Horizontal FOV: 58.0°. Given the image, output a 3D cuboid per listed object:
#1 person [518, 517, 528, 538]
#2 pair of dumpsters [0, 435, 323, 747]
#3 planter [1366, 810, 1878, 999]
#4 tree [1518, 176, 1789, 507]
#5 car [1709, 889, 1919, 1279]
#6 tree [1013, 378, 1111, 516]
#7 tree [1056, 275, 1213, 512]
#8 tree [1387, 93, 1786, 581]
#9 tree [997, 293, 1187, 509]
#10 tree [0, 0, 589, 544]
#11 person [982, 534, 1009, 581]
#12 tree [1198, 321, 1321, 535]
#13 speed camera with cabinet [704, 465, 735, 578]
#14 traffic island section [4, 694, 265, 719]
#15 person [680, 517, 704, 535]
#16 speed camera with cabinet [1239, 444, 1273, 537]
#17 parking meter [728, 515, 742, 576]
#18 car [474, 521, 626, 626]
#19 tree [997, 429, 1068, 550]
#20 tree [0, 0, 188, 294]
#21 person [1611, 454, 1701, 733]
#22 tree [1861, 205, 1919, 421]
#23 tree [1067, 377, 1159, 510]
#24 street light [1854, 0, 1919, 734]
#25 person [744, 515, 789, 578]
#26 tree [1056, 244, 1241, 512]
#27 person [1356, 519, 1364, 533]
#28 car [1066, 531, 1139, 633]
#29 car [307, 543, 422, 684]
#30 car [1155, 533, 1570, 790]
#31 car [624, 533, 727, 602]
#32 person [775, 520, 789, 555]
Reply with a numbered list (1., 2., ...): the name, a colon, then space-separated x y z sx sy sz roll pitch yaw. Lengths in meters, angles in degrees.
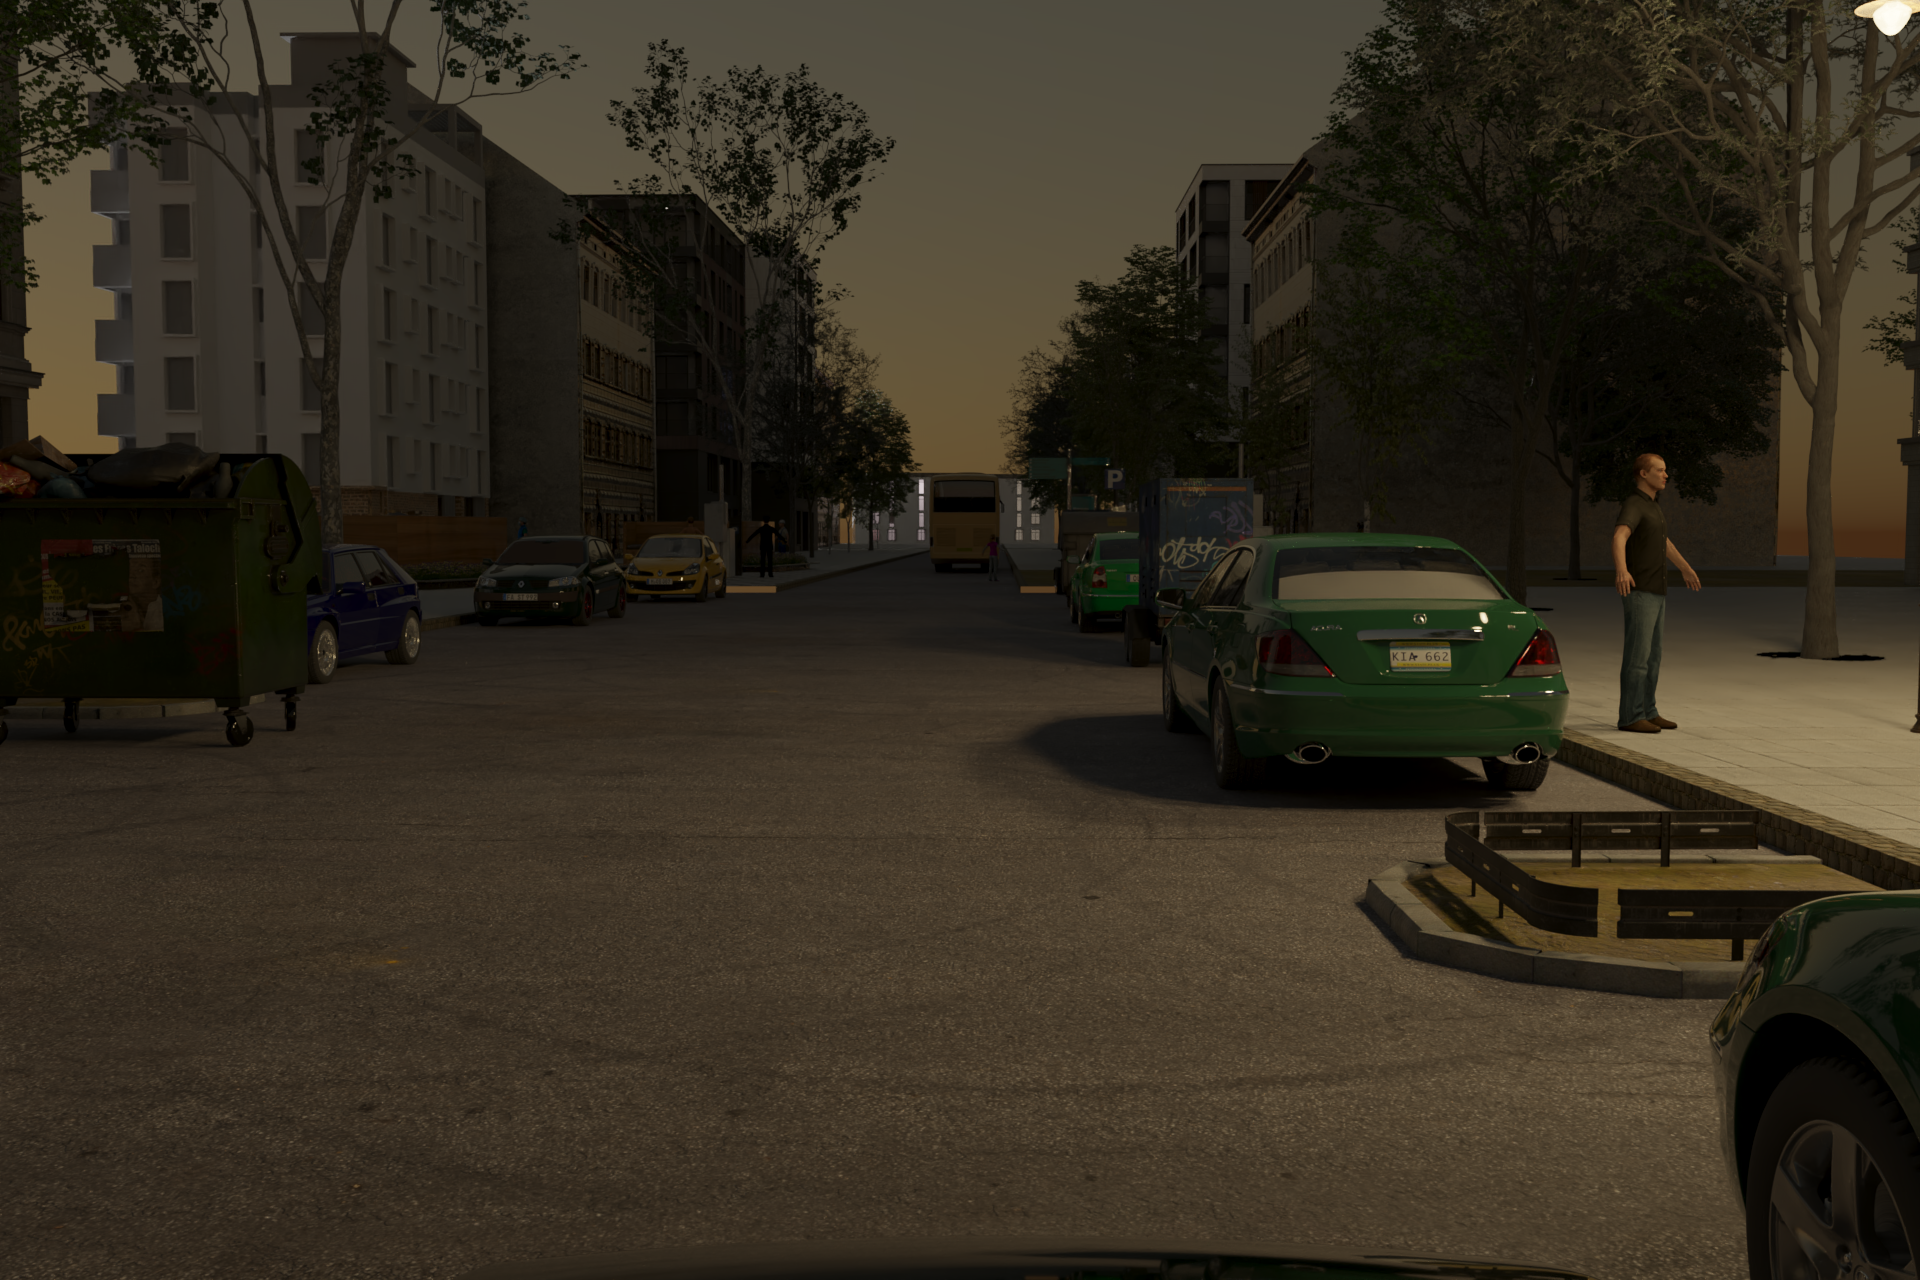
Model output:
1. person: -13.915 -2.989 54.996 0.704 1.817 1.347 -2 4 -24
2. pair of dumpsters: -6.881 -0.433 12.037 4.436 2.255 1.574 0 4 1
3. planter: 2.559 0.907 6.313 1.991 0.319 1.994 0 4 2
4. tree: 24.316 -9.426 60.764 9.857 13.997 8.962 0 3 0
5. car: 2.165 0.655 1.096 2.131 1.459 4.920 0 4 1
6. tree: 7.392 -12.424 121.260 7.486 12.596 7.792 0 3 0
7. tree: 4.402 -6.091 49.958 4.360 8.622 3.978 0 3 0
8. tree: 17.003 -8.410 47.866 12.009 13.543 11.850 0 3 0
9. tree: 6.963 -10.819 87.265 12.009 13.543 11.850 0 3 0
10. tree: -12.811 -10.869 33.606 12.611 20.169 13.585 0 3 0
11. person: 1.044 -2.491 52.446 0.991 1.433 0.599 3 4 37
12. tree: 10.475 -6.646 59.023 4.737 8.622 4.395 0 3 0
13. speed camera with cabinet: -6.982 -3.422 50.279 0.660 3.252 2.038 0 4 2
14. traffic island section: -6.962 0.518 14.391 1.991 0.108 1.994 0 4 2
15. person: -7.081 -2.373 45.601 1.217 1.733 0.721 -1 4 -8
16. speed camera with cabinet: 6.336 -2.634 37.401 0.660 3.252 2.038 0 4 2
17. parking meter: -6.903 -2.903 53.175 0.399 1.863 0.255 0 4 3
18. car: -6.616 -1.126 28.198 2.009 1.686 4.222 0 4 1
19. tree: 8.262 -14.113 141.123 12.009 13.543 11.850 0 3 0
20. tree: -12.821 -5.750 19.761 9.928 11.665 9.643 0 3 0
21. person: 4.487 -0.310 11.281 0.705 1.803 1.348 3 5 41
22. tree: 28.300 -7.375 46.331 9.928 11.665 9.643 0 3 0
23. tree: 6.615 -7.817 78.173 4.737 8.622 4.395 0 3 0
24. street light: 6.240 -2.338 11.007 0.468 5.910 1.993 0 4 1
25. person: -5.723 -2.769 51.214 1.347 1.837 0.705 0 4 -5
26. tree: 7.384 -9.162 67.920 7.486 12.596 7.792 0 3 0
27. person: 14.883 -3.587 64.413 0.705 1.858 1.354 0 4 -7
28. car: 2.631 -1.077 26.401 1.959 1.807 4.718 0 4 1
29. car: -6.881 -0.316 17.747 1.945 1.354 3.894 0 4 1
30. car: 2.378 0.041 11.135 2.131 1.459 4.920 0 4 1
31. car: -6.140 -1.669 37.518 2.015 1.641 3.980 0 4 1
32. person: -7.077 -3.844 68.712 0.705 1.847 1.347 -2 4 -33
